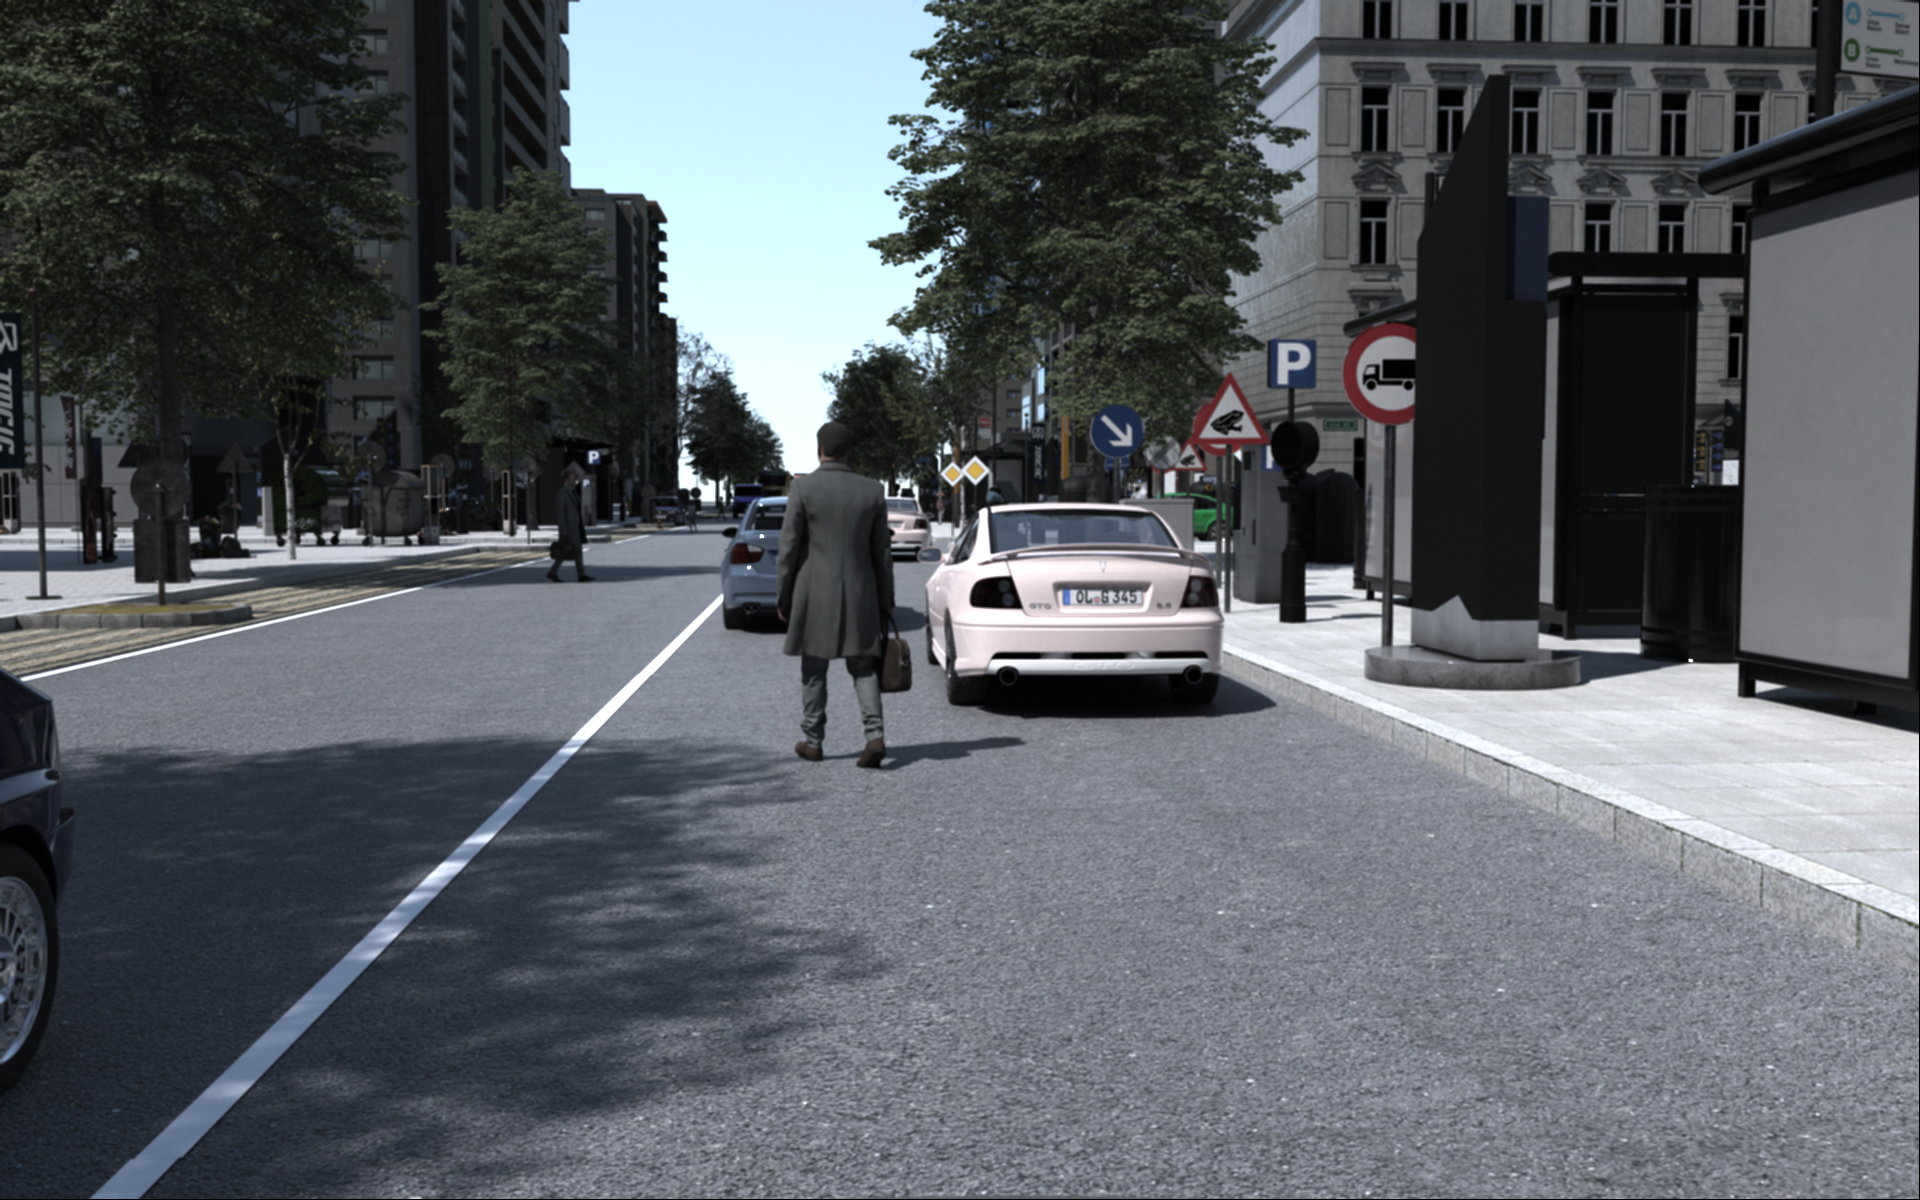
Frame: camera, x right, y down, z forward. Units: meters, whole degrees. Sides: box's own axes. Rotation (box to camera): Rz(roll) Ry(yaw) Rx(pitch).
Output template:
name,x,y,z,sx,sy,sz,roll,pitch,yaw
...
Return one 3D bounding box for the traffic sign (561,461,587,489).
name,x,y,z,sx,sy,sz,roll,pitch,yaw
traffic sign,-11.535,-2.944,51.783,0.795,2.450,0.064,0,4,-4

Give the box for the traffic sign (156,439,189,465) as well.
name,x,y,z,sx,sy,sz,roll,pitch,yaw
traffic sign,-16.895,-2.265,37.133,0.768,2.556,0.104,0,4,4

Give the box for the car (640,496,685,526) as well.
name,x,y,z,sx,sy,sz,roll,pitch,yaw
car,-13.338,-3.997,77.927,1.945,1.354,3.894,0,4,-5

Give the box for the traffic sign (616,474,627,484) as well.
name,x,y,z,sx,sy,sz,roll,pitch,yaw
traffic sign,-20.994,-6.570,107.518,0.768,2.556,0.104,0,4,-3

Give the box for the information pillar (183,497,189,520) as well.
name,x,y,z,sx,sy,sz,roll,pitch,yaw
information pillar,-28.583,-3.622,63.708,0.304,2.012,0.304,0,3,0

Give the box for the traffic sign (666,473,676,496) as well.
name,x,y,z,sx,sy,sz,roll,pitch,yaw
traffic sign,-18.088,-6.577,107.545,0.884,2.594,0.081,0,4,-2

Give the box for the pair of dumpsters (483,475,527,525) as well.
name,x,y,z,sx,sy,sz,roll,pitch,yaw
pair of dumpsters,-18.982,-4.308,72.924,1.574,2.255,4.437,0,4,-5

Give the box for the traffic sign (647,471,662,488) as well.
name,x,y,z,sx,sy,sz,roll,pitch,yaw
traffic sign,-17.027,-5.900,96.461,0.884,2.594,0.081,0,4,3

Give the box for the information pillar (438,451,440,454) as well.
name,x,y,z,sx,sy,sz,roll,pitch,yaw
information pillar,-28.201,-6.276,93.961,0.183,3.616,0.504,-2,4,-32

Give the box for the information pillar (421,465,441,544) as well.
name,x,y,z,sx,sy,sz,roll,pitch,yaw
information pillar,-13.546,-2.436,44.314,0.304,2.012,0.304,2,4,35

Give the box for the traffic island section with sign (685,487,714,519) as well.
name,x,y,z,sx,sy,sz,roll,pitch,yaw
traffic island section with sign,-15.387,-5.660,101.176,1.989,1.847,2.006,0,4,-4

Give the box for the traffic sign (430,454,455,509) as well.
name,x,y,z,sx,sy,sz,roll,pitch,yaw
traffic sign,-16.320,-3.334,54.615,0.768,2.556,0.104,0,4,-1

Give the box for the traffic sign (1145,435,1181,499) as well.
name,x,y,z,sx,sy,sz,roll,pitch,yaw
traffic sign,4.282,-2.233,36.611,0.768,2.556,0.104,0,4,1

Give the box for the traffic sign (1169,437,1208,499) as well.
name,x,y,z,sx,sy,sz,roll,pitch,yaw
traffic sign,5.238,-2.431,39.751,0.884,2.594,0.081,0,4,2

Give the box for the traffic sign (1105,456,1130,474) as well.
name,x,y,z,sx,sy,sz,roll,pitch,yaw
traffic sign,4.726,-3.178,52.060,0.768,2.556,0.104,0,4,1

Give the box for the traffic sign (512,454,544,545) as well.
name,x,y,z,sx,sy,sz,roll,pitch,yaw
traffic sign,-10.919,-2.457,43.821,0.795,2.450,0.064,0,4,-4

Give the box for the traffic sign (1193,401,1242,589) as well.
name,x,y,z,sx,sy,sz,roll,pitch,yaw
traffic sign,3.514,-1.428,23.457,0.768,2.556,0.104,0,4,-4

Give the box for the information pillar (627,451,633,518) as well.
name,x,y,z,sx,sy,sz,roll,pitch,yaw
information pillar,-18.078,-6.323,94.734,0.183,3.616,0.504,-2,4,-34

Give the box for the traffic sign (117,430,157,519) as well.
name,x,y,z,sx,sy,sz,roll,pitch,yaw
traffic sign,-16.580,-2.141,35.007,0.884,2.594,0.081,0,4,-1

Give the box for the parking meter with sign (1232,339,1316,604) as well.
name,x,y,z,sx,sy,sz,roll,pitch,yaw
parking meter with sign,3.630,-1.479,20.447,0.543,3.016,1.738,-1,4,-8

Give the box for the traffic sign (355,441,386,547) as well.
name,x,y,z,sx,sy,sz,roll,pitch,yaw
traffic sign,-14.221,-2.548,41.772,0.768,2.556,0.104,0,4,5

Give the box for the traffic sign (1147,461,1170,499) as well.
name,x,y,z,sx,sy,sz,roll,pitch,yaw
traffic sign,5.067,-2.654,43.494,0.768,2.556,0.104,0,4,1

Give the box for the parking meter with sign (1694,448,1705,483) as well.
name,x,y,z,sx,sy,sz,roll,pitch,yaw
parking meter with sign,28.159,-4.272,66.111,0.543,3.016,1.738,3,4,36

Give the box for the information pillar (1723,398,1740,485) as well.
name,x,y,z,sx,sy,sz,roll,pitch,yaw
information pillar,18.831,-3.114,42.268,0.183,3.616,0.504,-2,4,-27

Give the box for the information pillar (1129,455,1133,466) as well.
name,x,y,z,sx,sy,sz,roll,pitch,yaw
information pillar,9.551,-6.449,96.793,0.183,3.616,0.504,-1,4,-9

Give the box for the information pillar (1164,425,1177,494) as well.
name,x,y,z,sx,sy,sz,roll,pitch,yaw
information pillar,6.931,-4.031,57.267,0.504,3.616,0.183,2,4,32

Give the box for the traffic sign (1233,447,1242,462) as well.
name,x,y,z,sx,sy,sz,roll,pitch,yaw
traffic sign,4.190,-1.473,25.273,0.795,2.450,0.064,0,4,-3

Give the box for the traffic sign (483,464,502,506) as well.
name,x,y,z,sx,sy,sz,roll,pitch,yaw
traffic sign,-18.629,-4.213,68.988,0.768,2.556,0.104,0,4,1

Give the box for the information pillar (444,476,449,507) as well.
name,x,y,z,sx,sy,sz,roll,pitch,yaw
information pillar,-20.626,-3.958,69.212,0.304,2.012,0.304,2,4,23

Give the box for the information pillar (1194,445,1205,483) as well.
name,x,y,z,sx,sy,sz,roll,pitch,yaw
information pillar,9.500,-4.736,68.788,0.183,3.616,0.504,-3,4,-38

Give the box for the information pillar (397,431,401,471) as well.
name,x,y,z,sx,sy,sz,roll,pitch,yaw
information pillar,-20.898,-4.457,64.229,0.183,3.616,0.504,1,4,19

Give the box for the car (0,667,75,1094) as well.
name,x,y,z,sx,sy,sz,roll,pitch,yaw
car,-3.061,0.600,2.772,1.945,1.354,3.894,0,4,-3

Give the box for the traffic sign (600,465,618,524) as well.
name,x,y,z,sx,sy,sz,roll,pitch,yaw
traffic sign,-15.283,-4.607,75.431,0.768,2.556,0.104,0,4,3

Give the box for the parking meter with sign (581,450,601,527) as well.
name,x,y,z,sx,sy,sz,roll,pitch,yaw
parking meter with sign,-14.689,-4.414,68.435,0.543,3.016,1.738,0,4,5

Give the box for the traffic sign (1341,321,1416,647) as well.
name,x,y,z,sx,sy,sz,roll,pitch,yaw
traffic sign,3.187,-0.780,12.852,0.768,2.556,0.104,0,4,-2

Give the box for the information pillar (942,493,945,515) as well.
name,x,y,z,sx,sy,sz,roll,pitch,yaw
information pillar,-1.067,-5.965,102.013,0.304,2.012,0.304,1,4,11

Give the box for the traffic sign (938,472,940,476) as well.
name,x,y,z,sx,sy,sz,roll,pitch,yaw
traffic sign,-1.341,-5.980,97.878,0.768,2.556,0.104,0,4,5

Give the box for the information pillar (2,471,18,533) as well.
name,x,y,z,sx,sy,sz,roll,pitch,yaw
information pillar,-30.954,-3.177,56.442,0.304,2.012,0.304,1,4,11

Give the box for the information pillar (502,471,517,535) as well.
name,x,y,z,sx,sy,sz,roll,pitch,yaw
information pillar,-14.286,-3.085,54.925,0.304,2.012,0.304,2,4,34

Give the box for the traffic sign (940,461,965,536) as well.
name,x,y,z,sx,sy,sz,roll,pitch,yaw
traffic sign,-0.223,-2.996,52.634,0.795,2.450,0.064,0,4,-4

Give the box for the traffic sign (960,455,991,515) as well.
name,x,y,z,sx,sy,sz,roll,pitch,yaw
traffic sign,0.393,-2.509,44.672,0.795,2.450,0.064,0,4,-4

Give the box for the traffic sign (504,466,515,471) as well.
name,x,y,z,sx,sy,sz,roll,pitch,yaw
traffic sign,-20.141,-4.748,77.735,0.768,2.556,0.104,0,4,-4

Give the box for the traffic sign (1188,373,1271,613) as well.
name,x,y,z,sx,sy,sz,roll,pitch,yaw
traffic sign,2.887,-1.139,18.629,0.884,2.594,0.081,0,4,2

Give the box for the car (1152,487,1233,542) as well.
name,x,y,z,sx,sy,sz,roll,pitch,yaw
car,5.970,-2.516,49.930,4.718,1.807,1.959,0,4,-4

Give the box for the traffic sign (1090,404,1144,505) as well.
name,x,y,z,sx,sy,sz,roll,pitch,yaw
traffic sign,2.230,-1.500,24.626,0.768,2.556,0.104,0,4,5

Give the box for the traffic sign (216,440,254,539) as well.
name,x,y,z,sx,sy,sz,roll,pitch,yaw
traffic sign,-17.505,-2.557,41.810,0.884,2.594,0.081,0,4,-3
